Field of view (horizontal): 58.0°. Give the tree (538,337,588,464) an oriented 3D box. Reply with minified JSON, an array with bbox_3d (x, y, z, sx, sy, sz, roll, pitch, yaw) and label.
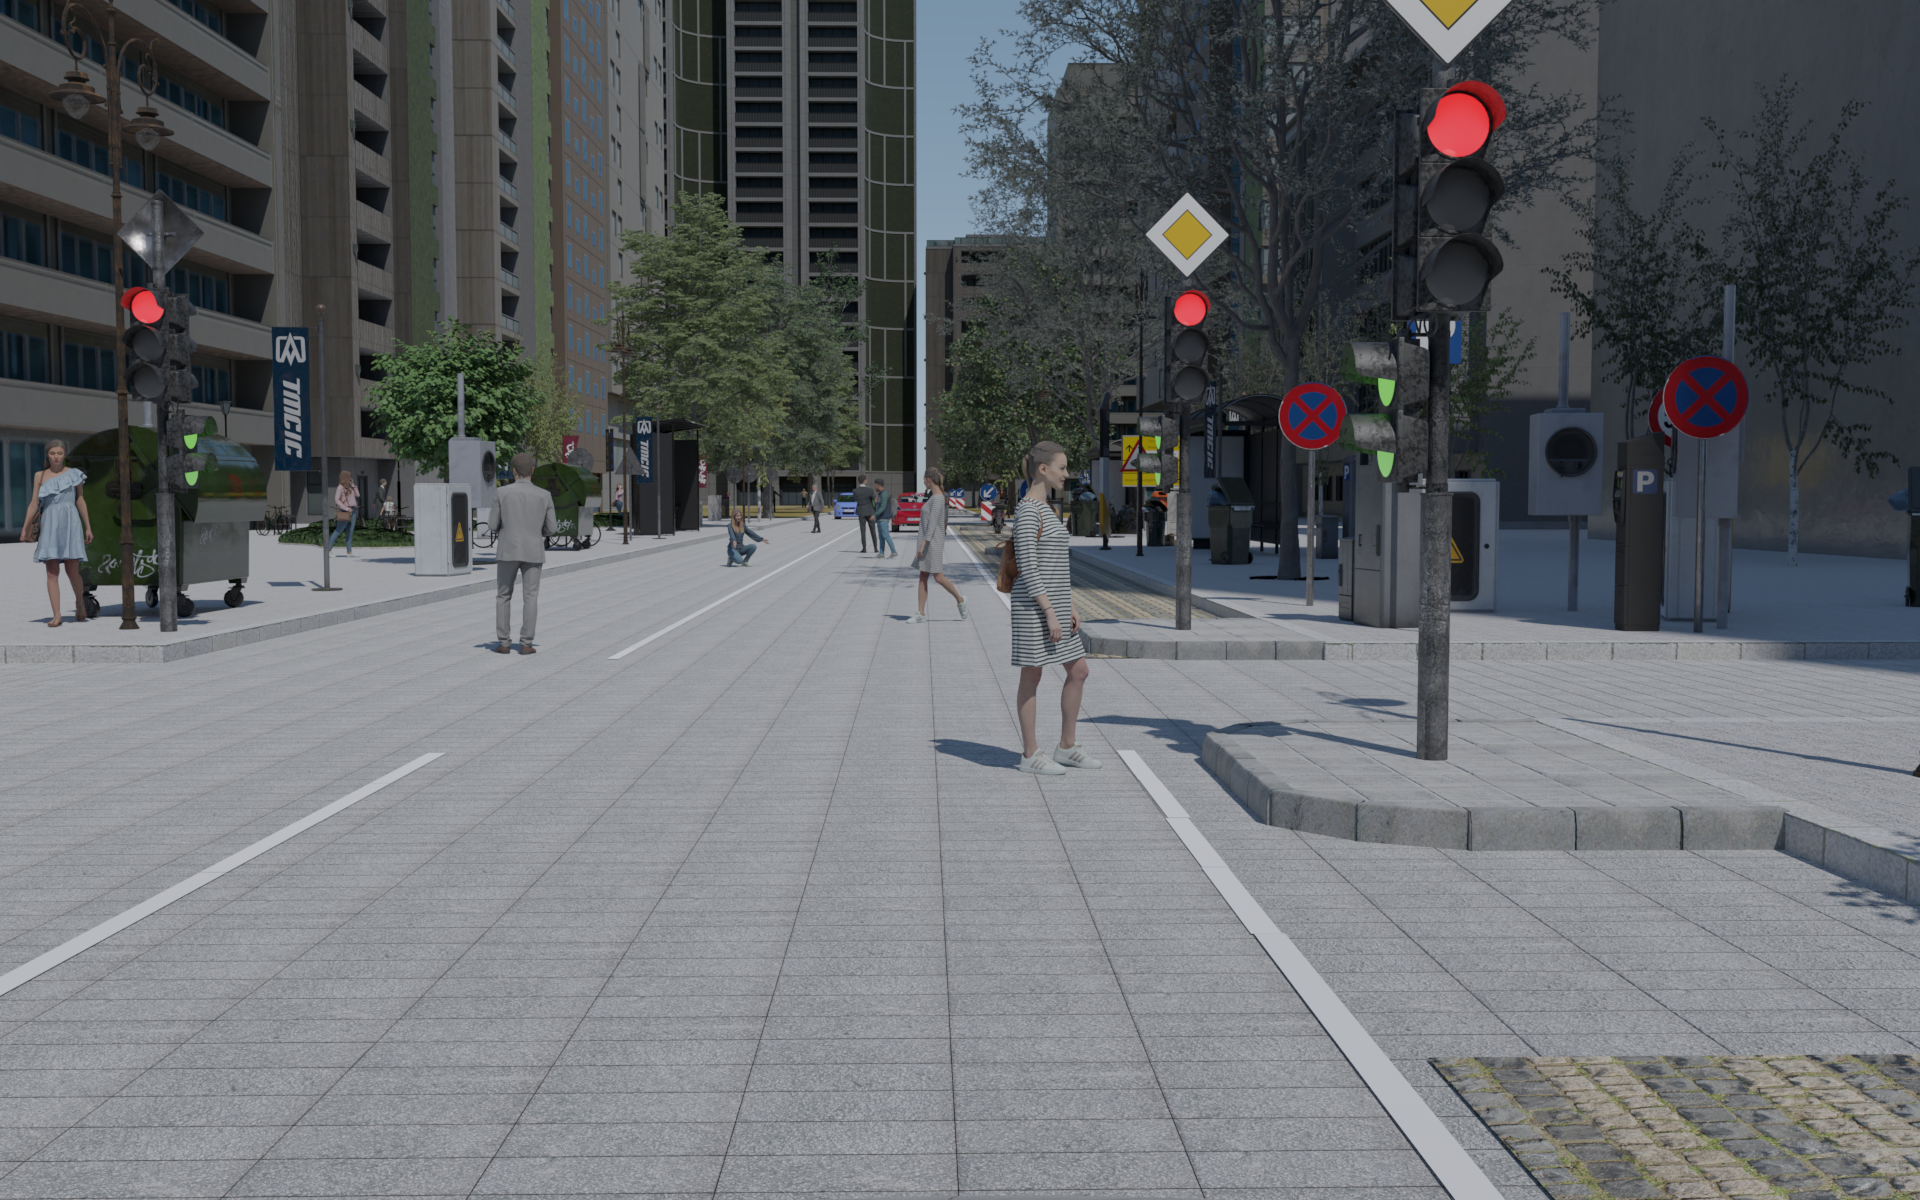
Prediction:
[{"bbox_3d":[-19.760,-7.928,79.988,4.737,8.622,4.395,0,3,0],"label":"tree"}]

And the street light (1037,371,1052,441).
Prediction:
[{"bbox_3d":[3.078,-5.544,63.435,0.468,5.910,1.993,0,4,-1],"label":"street light"}]

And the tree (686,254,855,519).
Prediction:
[{"bbox_3d":[-10.161,-11.247,90.537,9.857,13.997,8.962,0,3,0],"label":"tree"}]

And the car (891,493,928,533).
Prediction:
[{"bbox_3d":[-1.685,-3.483,65.986,2.155,1.783,4.494,0,4,0],"label":"car"}]

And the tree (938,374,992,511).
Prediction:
[{"bbox_3d":[2.245,-12.531,130.639,9.928,11.665,9.643,0,3,0],"label":"tree"}]

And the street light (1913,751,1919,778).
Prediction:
[{"bbox_3d":[4.424,-2.134,7.676,0.468,5.910,1.993,0,4,-1],"label":"street light"}]

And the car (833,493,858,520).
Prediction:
[{"bbox_3d":[-6.235,-5.444,98.601,1.945,1.707,3.694,0,3,0],"label":"car"}]

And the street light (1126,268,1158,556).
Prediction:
[{"bbox_3d":[3.713,-3.840,35.568,0.468,5.910,1.993,0,4,-1],"label":"street light"}]

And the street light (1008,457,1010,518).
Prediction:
[{"bbox_3d":[2.572,-7.233,91.054,0.468,5.910,1.993,0,4,-1],"label":"street light"}]

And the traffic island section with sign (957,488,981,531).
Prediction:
[{"bbox_3d":[0.986,-3.627,67.936,1.989,1.847,2.006,0,4,-1],"label":"traffic island section with sign"}]

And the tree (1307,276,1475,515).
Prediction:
[{"bbox_3d":[13.997,-6.403,55.052,4.360,8.622,3.978,0,3,0],"label":"tree"}]

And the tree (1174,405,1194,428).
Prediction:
[{"bbox_3d":[12.571,-8.291,85.925,4.360,8.622,3.978,0,3,0],"label":"tree"}]

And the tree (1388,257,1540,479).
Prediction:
[{"bbox_3d":[14.039,-6.061,49.455,4.737,8.622,4.395,0,3,0],"label":"tree"}]

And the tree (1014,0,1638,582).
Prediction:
[{"bbox_3d":[4.908,-7.055,25.714,12.009,13.543,11.850,0,3,0],"label":"tree"}]

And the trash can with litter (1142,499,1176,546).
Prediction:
[{"bbox_3d":[4.892,-1.906,42.552,0.624,1.170,1.055,3,4,38],"label":"trash can with litter"}]

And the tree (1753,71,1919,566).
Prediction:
[{"bbox_3d":[14.729,-4.890,30.314,4.360,8.622,3.978,0,3,0],"label":"tree"}]

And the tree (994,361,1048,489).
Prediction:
[{"bbox_3d":[3.293,-8.337,86.667,4.737,8.622,4.395,0,3,0],"label":"tree"}]

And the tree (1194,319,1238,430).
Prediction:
[{"bbox_3d":[11.822,-7.315,69.960,4.360,8.622,3.978,0,3,0],"label":"tree"}]

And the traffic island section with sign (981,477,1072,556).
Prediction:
[{"bbox_3d":[1.590,-1.979,40.987,1.989,1.847,2.006,0,4,-1],"label":"traffic island section with sign"}]

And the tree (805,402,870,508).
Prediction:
[{"bbox_3d":[-11.931,-14.137,165.551,8.767,10.594,7.601,3,4,38],"label":"tree"}]

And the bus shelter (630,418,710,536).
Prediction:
[{"bbox_3d":[-9.369,-3.978,56.329,1.731,3.624,6.357,0,4,-1],"label":"bus shelter"}]

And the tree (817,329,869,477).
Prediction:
[{"bbox_3d":[-10.016,-12.144,116.673,7.486,12.596,7.792,0,3,0],"label":"tree"}]

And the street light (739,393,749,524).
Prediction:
[{"bbox_3d":[-9.074,-6.104,72.588,0.468,5.910,1.993,0,4,-1],"label":"street light"}]

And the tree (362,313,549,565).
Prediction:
[{"bbox_3d":[-9.159,-2.933,31.663,4.285,4.588,4.351,0,3,0],"label":"tree"}]

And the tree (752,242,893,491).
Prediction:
[{"bbox_3d":[-11.366,-16.916,132.468,12.611,20.169,13.585,0,3,0],"label":"tree"}]

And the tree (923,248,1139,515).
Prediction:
[{"bbox_3d":[3.386,-9.846,77.985,9.611,12.733,9.660,0,3,0],"label":"tree"}]

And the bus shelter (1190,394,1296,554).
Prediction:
[{"bbox_3d":[6.019,-2.680,37.734,2.014,3.302,5.546,0,4,-1],"label":"bus shelter"}]

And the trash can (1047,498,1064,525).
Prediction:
[{"bbox_3d":[3.787,-3.483,68.601,0.748,1.137,0.748,0,3,0],"label":"trash can"}]

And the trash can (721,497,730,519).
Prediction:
[{"bbox_3d":[-12.171,-4.740,89.157,0.748,1.137,0.748,0,3,0],"label":"trash can"}]

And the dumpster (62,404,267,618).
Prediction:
[{"bbox_3d":[-8.579,-0.990,18.675,1.502,2.255,1.985,0,4,-1],"label":"dumpster"}]

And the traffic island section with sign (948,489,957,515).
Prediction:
[{"bbox_3d":[-0.123,-6.696,118.112,1.989,1.847,2.006,0,4,-1],"label":"traffic island section with sign"}]

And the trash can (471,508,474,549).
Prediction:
[{"bbox_3d":[-11.128,-1.641,38.487,0.748,1.137,0.748,0,3,0],"label":"trash can"}]

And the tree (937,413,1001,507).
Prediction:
[{"bbox_3d":[1.340,-15.264,167.688,7.486,12.596,7.792,0,3,0],"label":"tree"}]

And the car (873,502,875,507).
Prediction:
[{"bbox_3d":[-6.415,-6.201,110.175,1.959,1.807,4.718,0,4,0],"label":"car"}]

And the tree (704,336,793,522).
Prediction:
[{"bbox_3d":[-9.424,-7.887,79.307,4.737,8.622,4.395,0,3,0],"label":"tree"}]

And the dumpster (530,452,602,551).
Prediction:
[{"bbox_3d":[-9.109,-2.267,39.558,1.502,2.255,1.985,0,4,-1],"label":"dumpster"}]

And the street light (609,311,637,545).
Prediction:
[{"bbox_3d":[-8.507,-4.349,43.891,0.468,5.910,1.993,0,4,-1],"label":"street light"}]

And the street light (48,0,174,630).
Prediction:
[{"bbox_3d":[-7.892,-2.660,16.275,0.468,5.910,1.993,0,4,-1],"label":"street light"}]

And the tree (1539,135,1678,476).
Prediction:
[{"bbox_3d":[14.397,-5.251,36.218,4.360,8.622,3.978,0,3,0],"label":"tree"}]

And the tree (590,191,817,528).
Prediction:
[{"bbox_3d":[-9.896,-8.983,64.992,7.486,12.596,7.792,0,3,0],"label":"tree"}]

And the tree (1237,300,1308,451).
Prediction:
[{"bbox_3d":[12.842,-6.859,62.501,4.360,8.622,3.978,0,3,0],"label":"tree"}]
